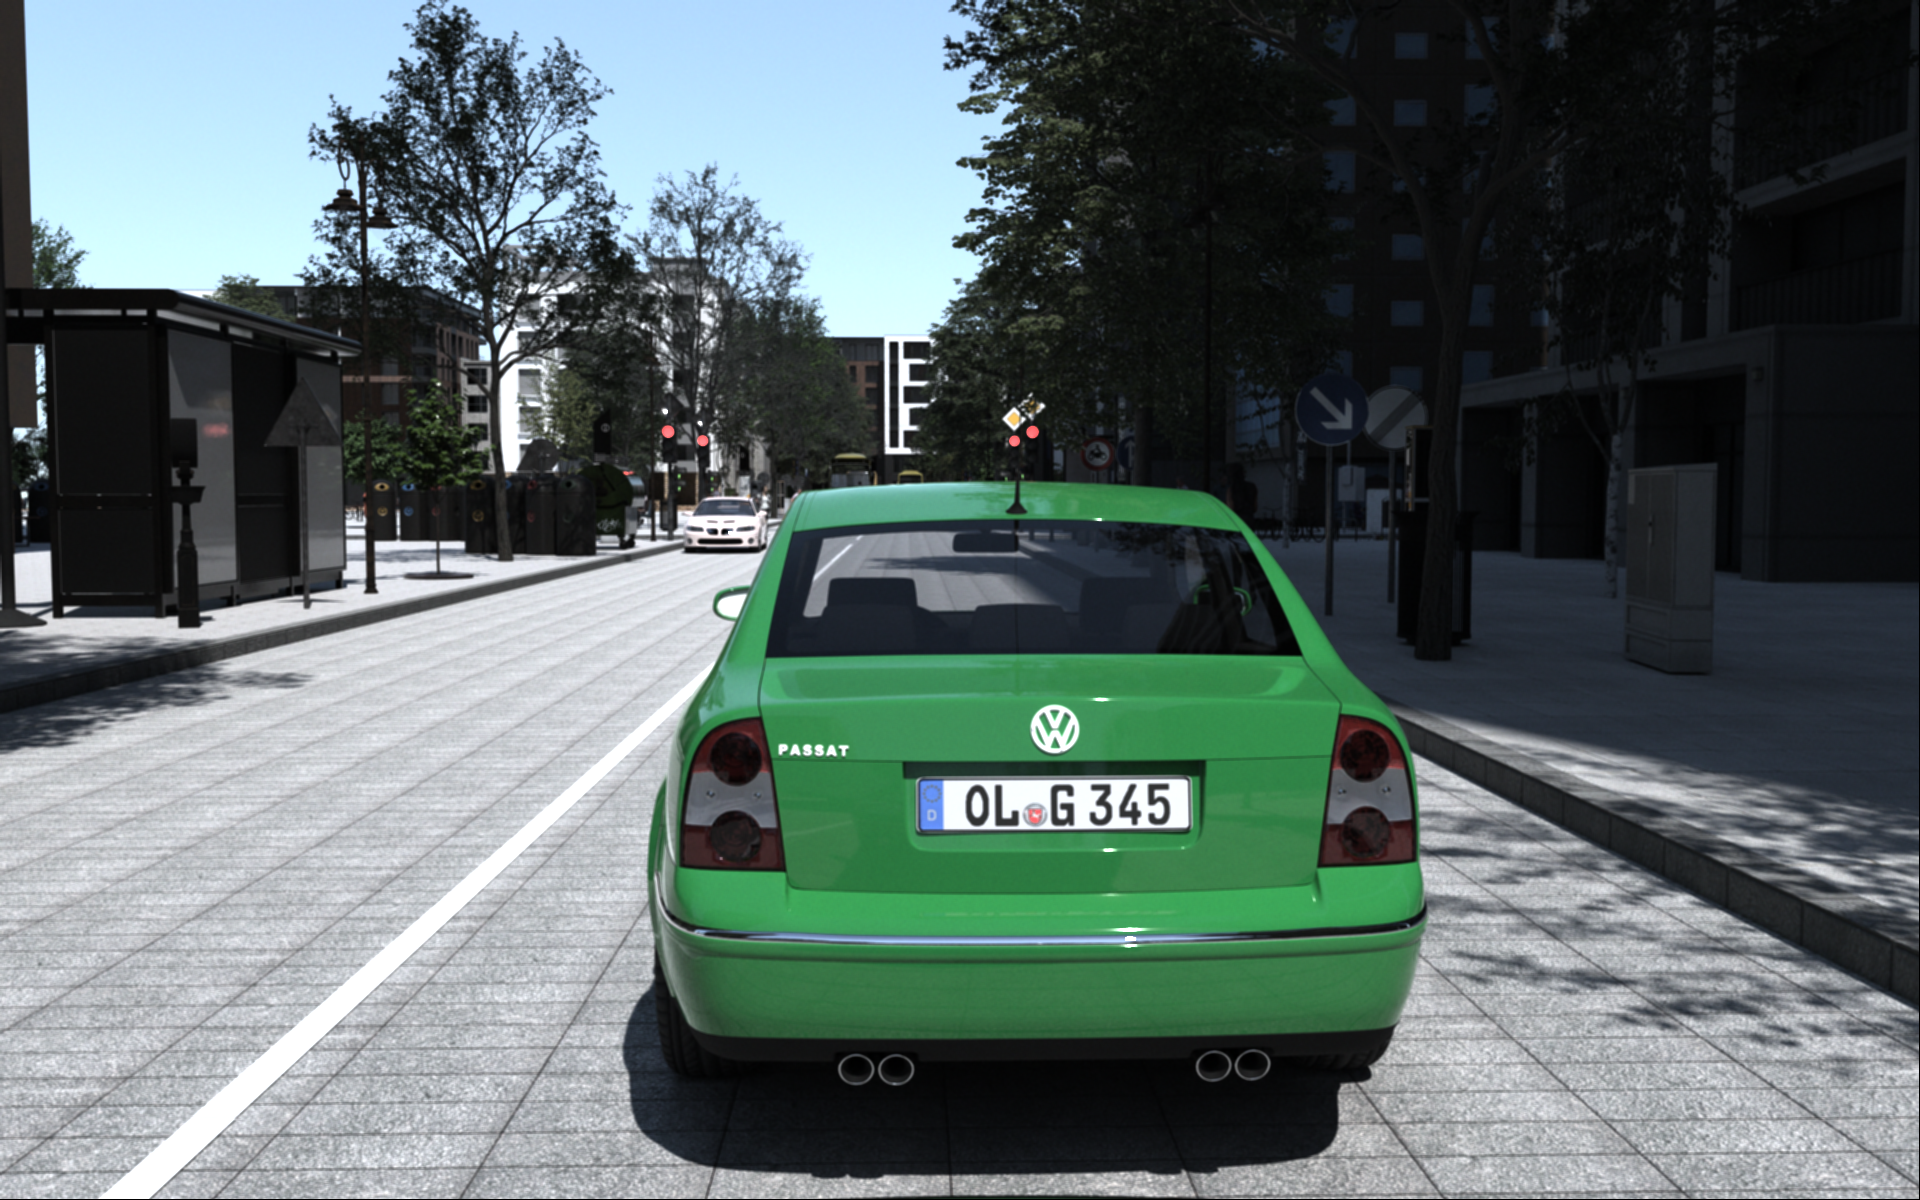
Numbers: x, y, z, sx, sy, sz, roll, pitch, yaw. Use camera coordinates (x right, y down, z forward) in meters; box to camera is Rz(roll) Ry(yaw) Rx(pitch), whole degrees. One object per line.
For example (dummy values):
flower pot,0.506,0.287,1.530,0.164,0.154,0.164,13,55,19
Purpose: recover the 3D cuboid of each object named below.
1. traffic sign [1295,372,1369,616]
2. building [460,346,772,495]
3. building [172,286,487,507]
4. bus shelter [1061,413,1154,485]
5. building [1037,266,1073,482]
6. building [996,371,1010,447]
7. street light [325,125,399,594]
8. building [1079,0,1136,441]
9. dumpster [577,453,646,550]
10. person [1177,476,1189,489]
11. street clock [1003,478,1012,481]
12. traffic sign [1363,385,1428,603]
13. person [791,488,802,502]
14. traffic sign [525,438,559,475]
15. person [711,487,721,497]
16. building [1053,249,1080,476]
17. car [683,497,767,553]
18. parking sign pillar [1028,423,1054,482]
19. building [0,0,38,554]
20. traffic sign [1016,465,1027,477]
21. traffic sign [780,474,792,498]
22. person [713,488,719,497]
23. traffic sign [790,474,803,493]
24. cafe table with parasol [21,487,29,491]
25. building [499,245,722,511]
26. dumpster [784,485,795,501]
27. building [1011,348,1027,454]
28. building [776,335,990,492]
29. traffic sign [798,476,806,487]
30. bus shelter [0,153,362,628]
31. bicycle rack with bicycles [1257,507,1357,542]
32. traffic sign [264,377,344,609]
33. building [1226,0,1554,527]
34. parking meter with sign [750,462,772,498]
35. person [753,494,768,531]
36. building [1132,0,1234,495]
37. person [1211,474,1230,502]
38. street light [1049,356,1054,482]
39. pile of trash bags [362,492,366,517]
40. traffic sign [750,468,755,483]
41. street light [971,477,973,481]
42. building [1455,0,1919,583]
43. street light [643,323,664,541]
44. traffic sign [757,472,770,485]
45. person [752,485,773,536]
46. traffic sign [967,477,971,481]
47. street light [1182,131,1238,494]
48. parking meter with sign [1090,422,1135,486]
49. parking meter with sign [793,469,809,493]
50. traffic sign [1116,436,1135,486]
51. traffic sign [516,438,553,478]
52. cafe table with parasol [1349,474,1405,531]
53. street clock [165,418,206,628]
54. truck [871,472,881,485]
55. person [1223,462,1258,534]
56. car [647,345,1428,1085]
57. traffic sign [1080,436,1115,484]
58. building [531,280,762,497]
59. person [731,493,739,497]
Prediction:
traffic sign,3.896,-1.108,18.222,0.768,2.556,0.104,0,4,4
building,-36.627,-19.777,189.804,31.486,18.905,16.747,0,4,-2
building,-69.040,-20.787,183.838,32.646,21.610,27.936,0,4,-2
bus shelter,3.766,-3.198,46.216,2.014,3.302,5.546,0,4,-2
building,21.337,-20.060,171.961,27.936,21.610,32.646,0,4,-2
building,20.461,-22.336,231.650,31.486,18.905,16.747,0,4,-2
street light,-7.614,-3.023,22.215,0.468,5.910,1.993,0,4,-2
building,18.607,-35.109,116.030,21.231,58.520,28.212,0,4,-2
dumpster,-8.235,-2.320,40.420,1.502,2.255,1.985,0,4,-2
person,5.244,-2.092,41.190,0.436,1.711,0.756,0,4,-6
street clock,2.034,-4.112,71.796,0.358,2.002,0.471,-3,5,-44
traffic sign,5.094,-1.240,20.388,0.768,2.556,0.104,0,4,4
person,-7.811,-4.558,83.955,0.756,1.711,0.436,-2,4,-29
traffic sign,-9.561,-2.418,39.641,0.768,2.556,0.104,0,4,0
person,-16.210,-6.650,115.497,0.376,1.734,0.841,3,5,41
building,15.666,-17.184,137.376,16.016,20.091,11.380,0,4,-2
car,-5.882,-1.920,43.760,2.083,1.381,4.827,0,4,-3
parking sign pillar,2.944,-4.576,63.283,1.447,3.967,1.447,-1,4,-23
building,-26.777,-23.176,29.046,14.200,45.320,14.600,0,4,-2
traffic sign,2.795,-4.618,75.607,0.768,2.556,0.104,0,4,5
traffic sign,-10.988,-6.689,109.475,0.768,2.556,0.104,0,4,4
person,-13.570,-5.455,96.174,0.436,1.711,0.756,0,4,-4
traffic sign,-10.459,-6.781,110.876,0.884,2.594,0.081,0,4,7
cafe table with parasol,-49.696,-5.470,94.301,2.610,1.966,2.610,-2,4,-27
building,-26.785,-17.106,136.104,16.016,20.091,11.380,0,4,-2
dumpster,-11.540,-6.793,113.564,1.502,2.255,1.985,0,4,-2
building,13.839,-20.633,193.763,16.016,20.091,11.380,0,4,-2
building,-12.280,-23.967,235.832,32.646,21.610,27.936,0,4,-2
traffic sign,-10.971,-7.277,119.082,0.768,2.556,0.104,0,4,4
bus shelter,-9.071,-2.540,19.153,2.179,5.291,8.768,0,4,-2
bicycle rack with bicycles,9.576,-2.069,47.208,2.852,0.926,2.925,0,4,-6
traffic sign,-7.304,-1.180,19.290,0.884,2.594,0.081,0,4,0
building,19.495,-25.805,72.027,14.200,45.320,14.600,0,4,-2
parking meter with sign,-11.216,-6.058,95.302,1.738,3.016,0.543,0,4,-3
person,-7.156,-3.103,62.471,0.697,1.427,0.421,-3,4,-37
building,15.583,-19.326,87.676,14.160,30.474,14.107,0,4,-2
person,7.014,-2.465,46.471,0.598,1.807,0.434,0,4,8
street light,2.471,-4.508,46.491,0.468,5.910,1.993,0,4,-2
pile of trash bags,-17.682,-2.841,56.195,3.447,1.369,1.912,0,4,1
traffic sign,-10.130,-5.028,82.320,0.768,2.556,0.104,0,4,3
street light,0.734,-8.147,105.995,0.468,5.910,1.993,0,4,-2
building,21.765,-36.056,27.769,20.563,71.187,20.611,0,4,-2
street light,-8.349,-4.537,46.973,0.468,5.910,1.993,0,4,-2
traffic sign,-11.319,-6.094,99.737,0.768,2.556,0.104,0,4,8
person,-6.737,-3.065,59.344,0.841,1.734,0.376,-2,4,-32
traffic sign,0.899,-7.729,126.470,0.768,2.556,0.104,0,4,2
street light,3.170,-3.021,22.175,0.468,5.910,1.993,0,4,-2
parking meter with sign,3.549,-2.811,42.227,0.543,3.016,1.738,-3,4,-39
parking meter with sign,-11.233,-7.460,118.237,1.738,3.016,0.543,-1,4,-22
traffic sign,3.793,-2.315,37.962,0.768,2.556,0.104,0,4,4
traffic sign,-9.942,-2.475,40.468,0.884,2.594,0.081,0,4,5
cafe table with parasol,14.478,-3.386,60.219,2.610,1.966,2.610,0,4,-1
street clock,-7.422,-0.737,16.616,0.358,2.002,0.471,-1,4,-23
truck,-8.516,-9.442,150.300,3.469,3.379,9.791,0,4,-2
person,3.220,-0.761,19.958,0.415,1.643,0.593,1,4,20
car,0.109,0.192,5.657,1.959,1.807,4.718,0,4,-2
traffic sign,3.028,-2.335,38.281,0.768,2.556,0.104,0,4,1
building,-28.092,-17.801,157.504,16.747,18.905,31.486,0,4,-2
person,-12.363,-5.206,95.067,0.340,1.345,0.435,3,5,41
